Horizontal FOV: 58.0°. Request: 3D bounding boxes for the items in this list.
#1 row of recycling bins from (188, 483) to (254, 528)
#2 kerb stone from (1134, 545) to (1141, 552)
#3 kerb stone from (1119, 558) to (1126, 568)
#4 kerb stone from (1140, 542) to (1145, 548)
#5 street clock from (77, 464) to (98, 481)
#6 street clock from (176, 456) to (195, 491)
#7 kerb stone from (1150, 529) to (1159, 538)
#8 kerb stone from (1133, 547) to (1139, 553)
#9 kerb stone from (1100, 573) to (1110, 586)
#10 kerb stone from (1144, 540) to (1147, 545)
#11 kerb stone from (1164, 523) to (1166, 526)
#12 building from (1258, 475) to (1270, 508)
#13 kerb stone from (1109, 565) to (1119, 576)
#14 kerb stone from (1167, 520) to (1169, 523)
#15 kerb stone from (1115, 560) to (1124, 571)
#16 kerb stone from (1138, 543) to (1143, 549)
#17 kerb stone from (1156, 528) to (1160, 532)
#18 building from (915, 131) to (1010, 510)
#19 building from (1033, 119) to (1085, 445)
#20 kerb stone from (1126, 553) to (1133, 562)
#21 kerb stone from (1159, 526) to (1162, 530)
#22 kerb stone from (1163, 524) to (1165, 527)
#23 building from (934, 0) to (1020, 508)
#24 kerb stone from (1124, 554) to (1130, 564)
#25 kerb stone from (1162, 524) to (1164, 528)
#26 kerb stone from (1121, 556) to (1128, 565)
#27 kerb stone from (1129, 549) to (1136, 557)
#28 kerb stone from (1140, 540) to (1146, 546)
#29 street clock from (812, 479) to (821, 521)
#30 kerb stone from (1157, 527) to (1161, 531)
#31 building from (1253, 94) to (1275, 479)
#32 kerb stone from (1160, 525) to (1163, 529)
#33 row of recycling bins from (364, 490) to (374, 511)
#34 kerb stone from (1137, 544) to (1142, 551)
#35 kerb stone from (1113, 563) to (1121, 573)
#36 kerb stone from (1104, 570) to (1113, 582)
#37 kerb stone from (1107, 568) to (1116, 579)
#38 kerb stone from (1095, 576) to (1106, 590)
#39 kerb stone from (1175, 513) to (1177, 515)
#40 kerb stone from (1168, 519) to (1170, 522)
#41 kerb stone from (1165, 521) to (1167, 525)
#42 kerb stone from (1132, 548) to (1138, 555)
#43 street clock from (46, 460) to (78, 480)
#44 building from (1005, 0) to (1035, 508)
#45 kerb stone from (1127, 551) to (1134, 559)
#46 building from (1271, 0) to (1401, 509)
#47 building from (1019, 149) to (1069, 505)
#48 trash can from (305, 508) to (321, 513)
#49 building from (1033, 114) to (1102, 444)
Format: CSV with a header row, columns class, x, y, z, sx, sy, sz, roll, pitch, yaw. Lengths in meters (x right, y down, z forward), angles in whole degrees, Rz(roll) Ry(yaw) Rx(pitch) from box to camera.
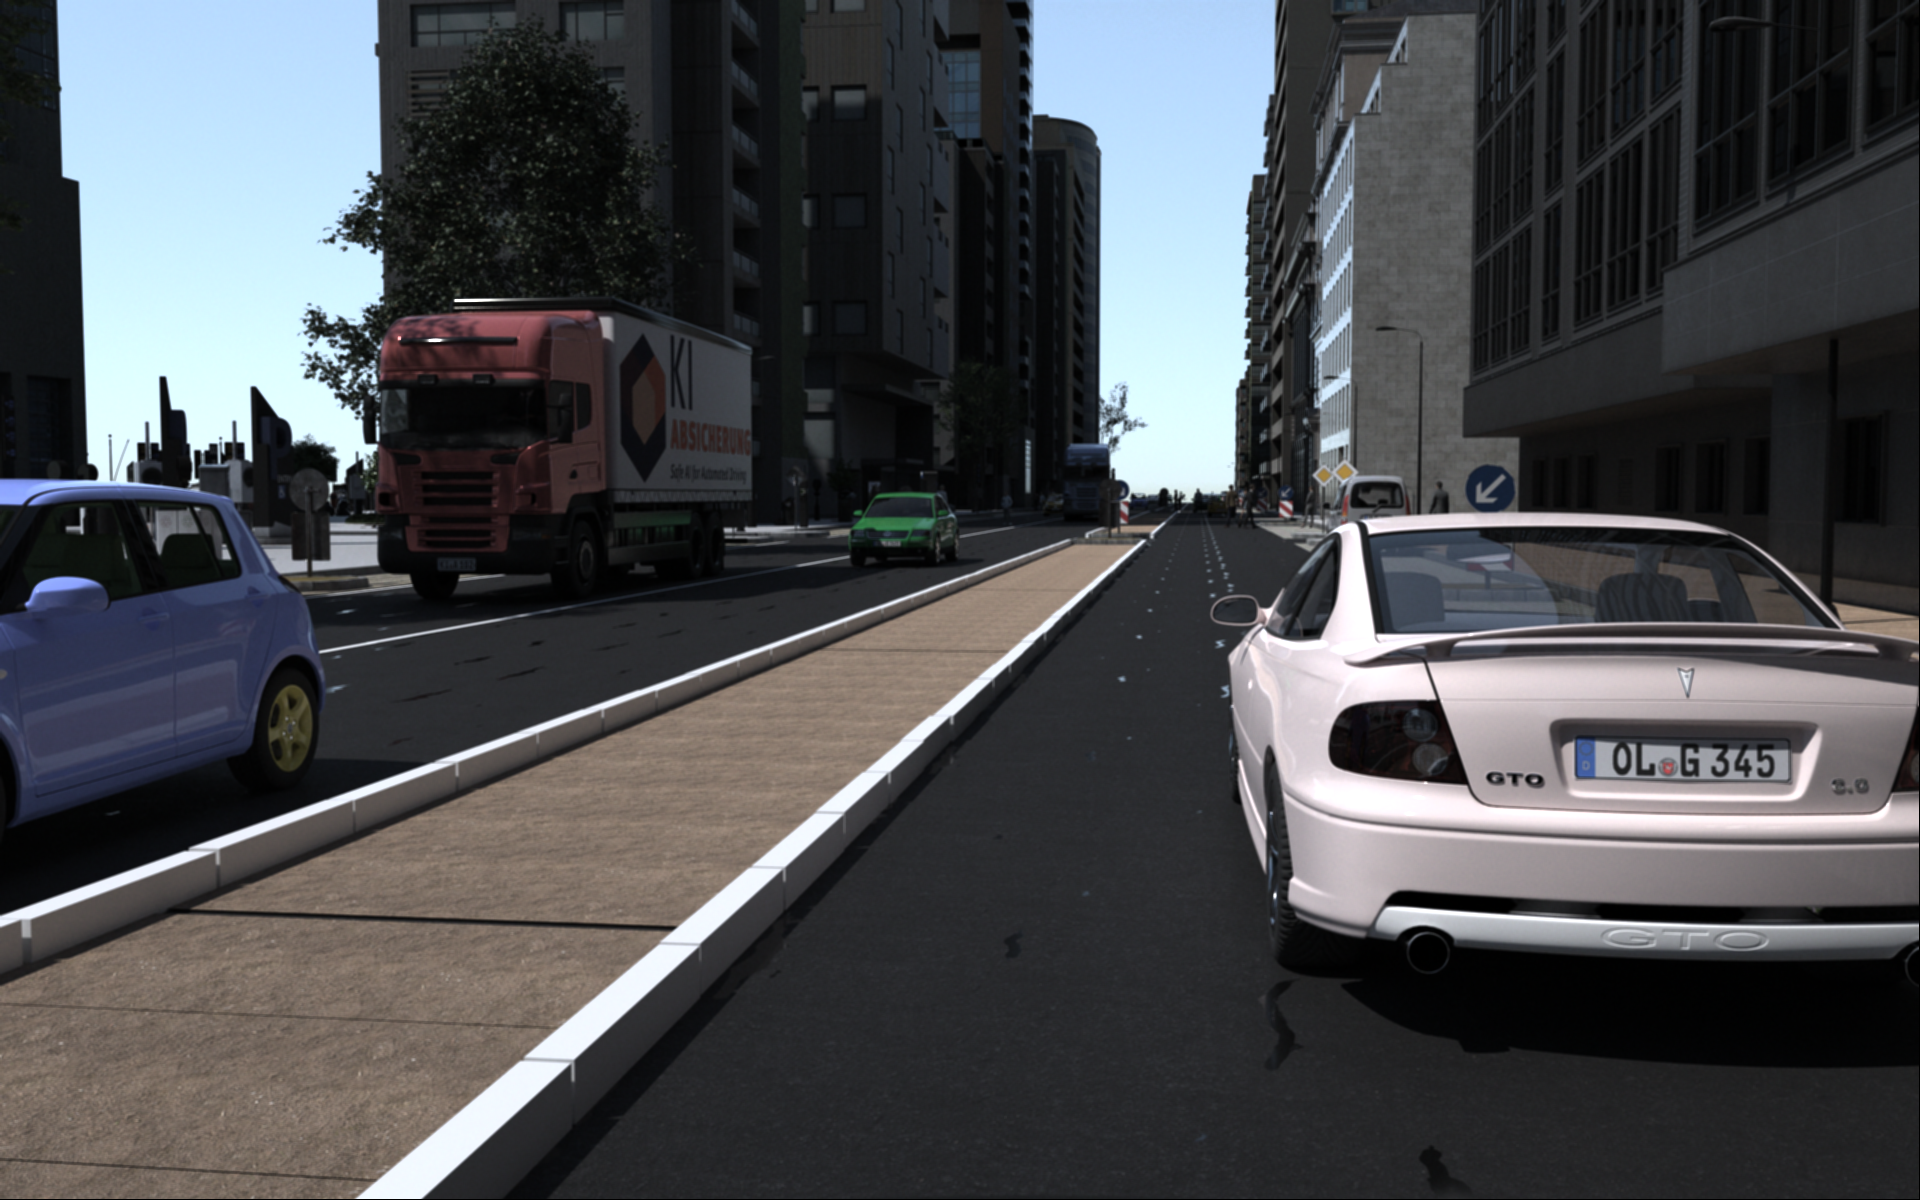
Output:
class,x,y,z,sx,sy,sz,roll,pitch,yaw
row of recycling bins,-27.608,-3.610,66.133,3.534,1.692,1.069,-3,5,-40
kerb stone,4.147,-1.152,41.035,0.120,0.150,1.000,0,4,8
kerb stone,3.026,-0.654,32.889,0.120,0.150,1.000,0,4,8
kerb stone,4.570,-1.335,44.102,0.120,0.150,1.000,0,4,8
street clock,-20.857,-2.254,41.423,0.471,2.002,0.358,1,4,21
street clock,-14.834,-1.748,33.153,0.358,2.002,0.471,-2,4,-30
kerb stone,6.732,-2.301,59.924,0.120,0.150,1.000,0,4,8
kerb stone,4.002,-1.084,40.016,0.120,0.150,1.000,0,4,8
kerb stone,2.192,-0.281,26.790,0.120,0.150,1.000,0,4,8
kerb stone,4.846,-1.461,46.128,0.120,0.150,1.000,0,4,8
kerb stone,8.269,-2.990,71.074,0.120,0.150,1.000,0,4,8
building,44.481,-28.701,161.149,32.217,40.220,23.993,0,4,8
kerb stone,2.617,-0.467,29.828,0.120,0.150,1.000,0,4,8
kerb stone,9.235,-3.424,78.180,0.120,0.150,1.000,0,4,8
kerb stone,2.890,-0.592,31.876,0.120,0.150,1.000,0,4,8
kerb stone,4.426,-1.269,43.090,0.120,0.150,1.000,0,4,8
kerb stone,6.878,-2.369,60.936,0.120,0.150,1.000,0,4,8
building,-3.662,-22.600,141.218,14.160,30.474,14.107,0,4,8
building,5.032,-37.004,228.709,21.300,48.544,21.600,0,4,8
kerb stone,3.452,-0.841,35.946,0.120,0.150,1.000,0,4,8
kerb stone,7.292,-2.555,63.977,0.120,0.150,1.000,0,4,8
kerb stone,7.986,-2.865,69.050,0.120,0.150,1.000,0,4,8
building,-2.269,-30.905,155.409,14.600,45.320,14.200,0,4,8
kerb stone,3.305,-0.779,34.935,0.120,0.150,1.000,0,4,8
kerb stone,7.847,-2.801,68.038,0.120,0.150,1.000,0,4,8
kerb stone,3.170,-0.717,33.915,0.120,0.150,1.000,0,4,8
kerb stone,3.729,-0.965,37.986,0.120,0.150,1.000,0,4,8
kerb stone,4.700,-1.402,45.116,0.120,0.150,1.000,0,4,8
street clock,-6.906,-4.835,83.626,0.358,2.002,0.471,-2,4,-35
kerb stone,7.012,-2.431,61.949,0.120,0.150,1.000,0,4,8
building,44.408,-34.795,188.506,23.786,49.044,30.456,0,4,8
kerb stone,7.436,-2.618,64.998,0.120,0.150,1.000,0,4,8
row of recycling bins,-45.742,-7.810,134.812,1.069,1.692,3.534,1,4,13
kerb stone,4.285,-1.215,42.062,0.120,0.150,1.000,0,4,8
kerb stone,2.746,-0.524,30.856,0.120,0.150,1.000,0,4,8
kerb stone,2.328,-0.343,27.804,0.120,0.150,1.000,0,4,8
kerb stone,2.471,-0.400,28.817,0.120,0.150,1.000,0,4,8
kerb stone,2.053,-0.219,25.776,0.120,0.150,1.000,0,4,8
kerb stone,12.989,-5.100,105.579,0.120,0.150,1.000,0,4,8
kerb stone,9.659,-3.610,81.216,0.120,0.150,1.000,0,4,8
kerb stone,8.813,-3.238,75.140,0.120,0.150,1.000,0,4,8
kerb stone,3.863,-1.028,39.000,0.120,0.150,1.000,0,4,8
street clock,-19.383,-2.000,37.267,0.471,2.002,0.358,2,4,26
building,-2.841,-52.900,177.587,22.319,86.520,31.000,0,4,8
kerb stone,3.589,-0.903,36.959,0.120,0.150,1.000,0,4,8
building,36.397,-31.519,139.033,21.300,48.544,21.600,0,4,8
building,5.041,-31.621,200.603,14.154,41.232,14.086,0,4,8
trash can,-25.726,-3.497,68.823,0.748,1.137,0.748,0,3,0
building,10.489,-44.479,269.224,21.231,58.520,28.212,0,4,8
